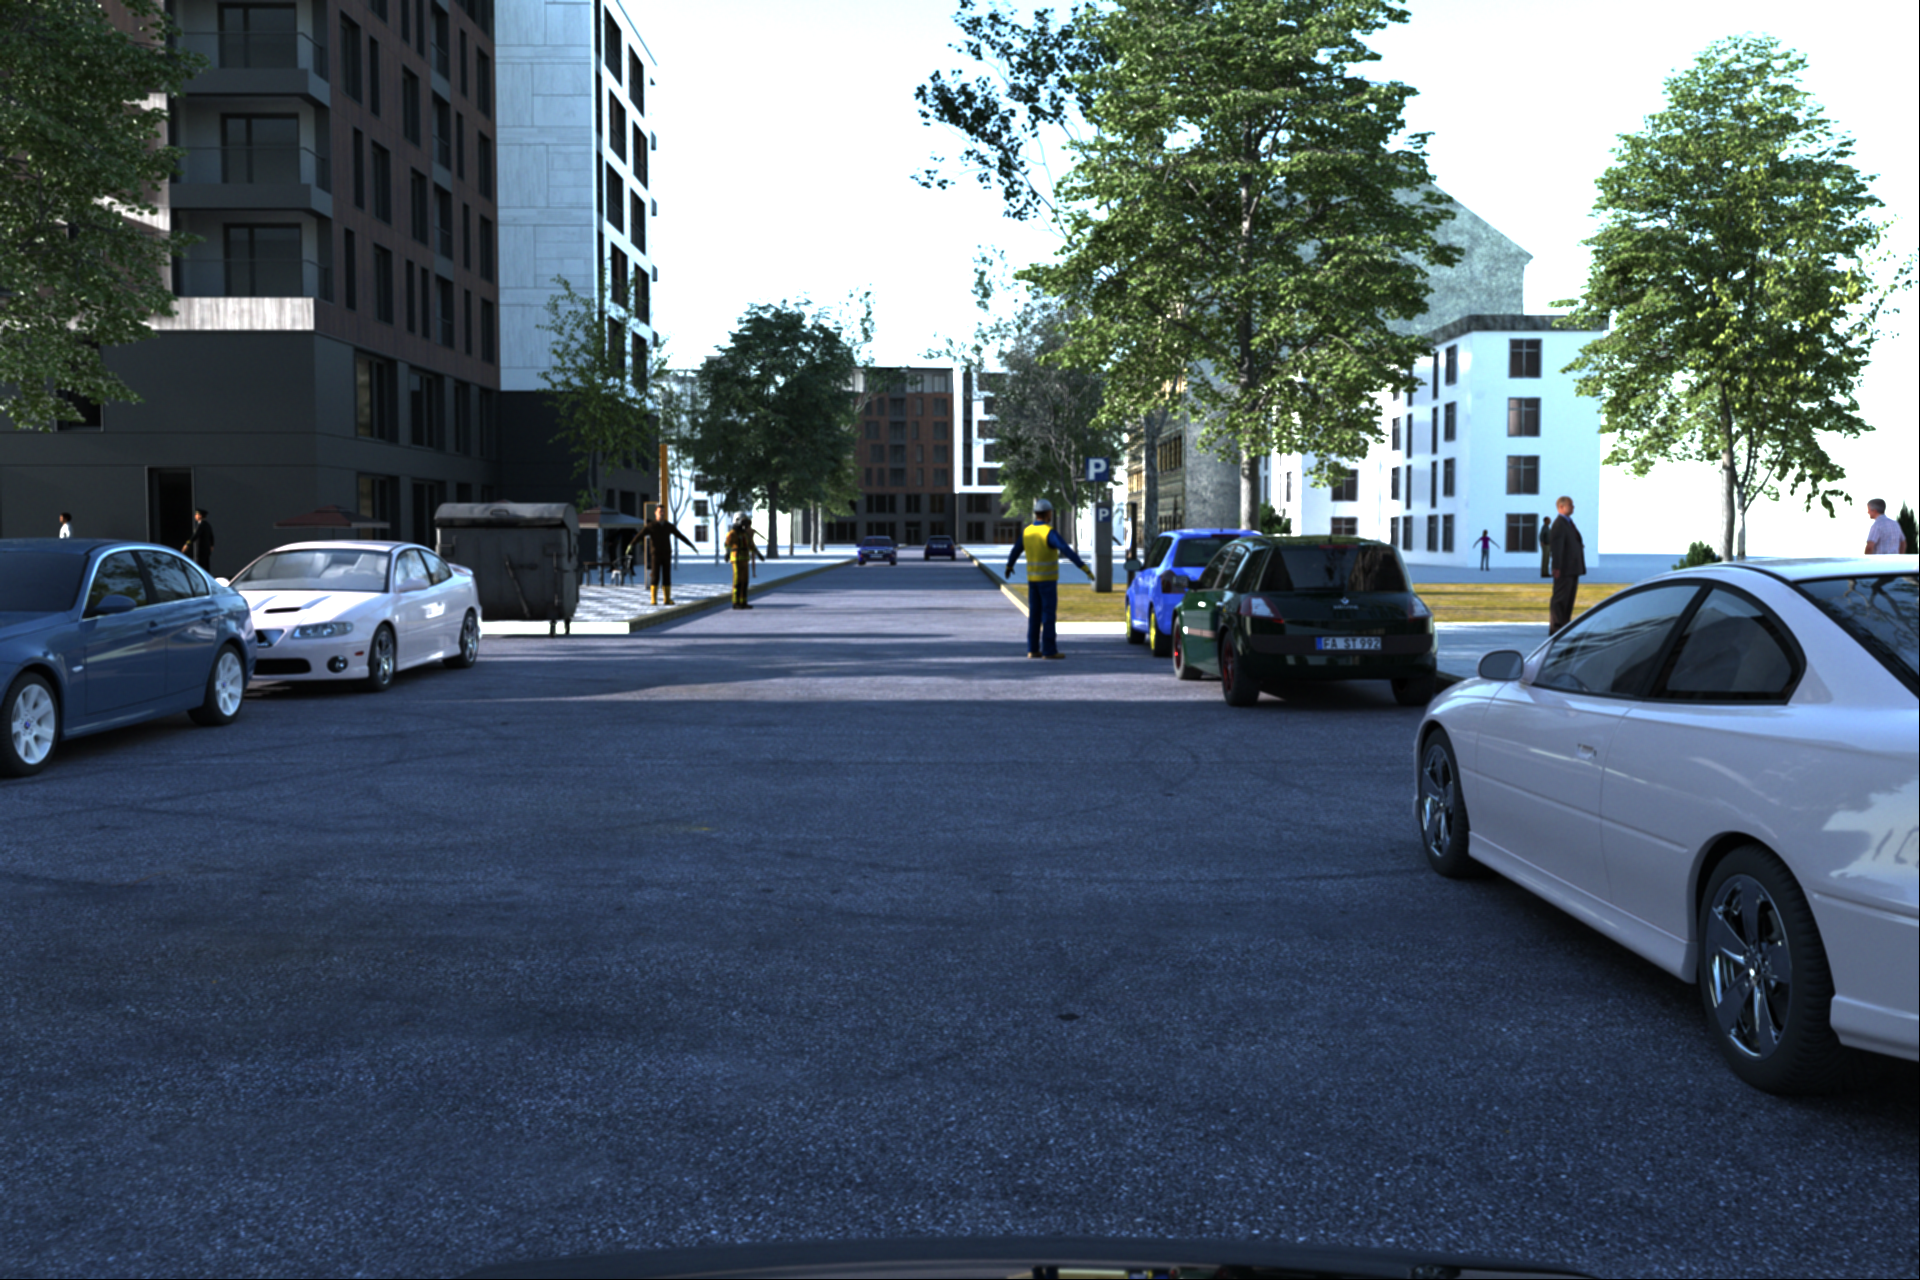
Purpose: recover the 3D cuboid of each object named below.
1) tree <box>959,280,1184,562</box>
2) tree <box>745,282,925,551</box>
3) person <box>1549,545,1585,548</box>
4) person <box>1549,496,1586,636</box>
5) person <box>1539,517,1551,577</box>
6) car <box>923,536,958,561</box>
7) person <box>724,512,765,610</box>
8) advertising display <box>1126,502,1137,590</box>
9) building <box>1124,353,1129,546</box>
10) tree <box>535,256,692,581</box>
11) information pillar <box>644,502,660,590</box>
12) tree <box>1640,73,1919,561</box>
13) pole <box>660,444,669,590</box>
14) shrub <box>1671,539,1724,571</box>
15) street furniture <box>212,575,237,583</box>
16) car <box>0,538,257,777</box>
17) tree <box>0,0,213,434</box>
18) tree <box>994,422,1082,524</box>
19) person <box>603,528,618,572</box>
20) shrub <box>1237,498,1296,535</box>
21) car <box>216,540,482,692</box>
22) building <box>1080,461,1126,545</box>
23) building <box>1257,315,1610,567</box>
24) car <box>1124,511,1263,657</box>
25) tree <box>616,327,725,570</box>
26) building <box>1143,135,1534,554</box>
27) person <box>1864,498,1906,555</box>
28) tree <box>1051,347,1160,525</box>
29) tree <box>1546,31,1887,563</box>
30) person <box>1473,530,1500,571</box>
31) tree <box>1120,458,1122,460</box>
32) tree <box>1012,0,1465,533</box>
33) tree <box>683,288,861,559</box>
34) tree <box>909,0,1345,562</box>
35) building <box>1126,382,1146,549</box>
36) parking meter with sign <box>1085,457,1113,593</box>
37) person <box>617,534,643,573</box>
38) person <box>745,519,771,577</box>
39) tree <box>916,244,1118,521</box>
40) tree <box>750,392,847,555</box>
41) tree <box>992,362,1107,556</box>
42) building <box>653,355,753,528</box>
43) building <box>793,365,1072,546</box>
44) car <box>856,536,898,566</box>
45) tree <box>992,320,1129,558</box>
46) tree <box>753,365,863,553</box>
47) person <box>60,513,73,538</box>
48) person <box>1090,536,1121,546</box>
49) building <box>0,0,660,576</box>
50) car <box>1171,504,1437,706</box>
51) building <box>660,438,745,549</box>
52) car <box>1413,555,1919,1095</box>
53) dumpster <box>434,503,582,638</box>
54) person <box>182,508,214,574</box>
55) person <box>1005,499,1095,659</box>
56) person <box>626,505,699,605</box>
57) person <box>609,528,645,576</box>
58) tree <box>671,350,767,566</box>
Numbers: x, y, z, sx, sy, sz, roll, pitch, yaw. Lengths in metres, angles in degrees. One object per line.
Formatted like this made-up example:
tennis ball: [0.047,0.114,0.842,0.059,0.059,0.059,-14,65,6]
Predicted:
tree: [5.159,-10.323,79.158,12.009,13.543,11.850,0,3,0]
tree: [-9.122,-16.742,129.618,12.611,20.169,13.585,0,3,0]
person: [16.326,-2.501,46.743,1.347,1.847,0.705,-2,4,-31]
person: [7.666,-0.930,21.809,0.434,1.755,0.990,3,5,40]
person: [17.384,-2.752,51.272,0.705,1.796,1.348,3,4,38]
car: [-1.092,-5.052,95.178,1.945,1.354,3.894,0,4,0]
person: [-4.158,-1.515,33.002,0.705,1.858,1.354,2,4,24]
advertising display: [3.482,-1.835,35.210,0.123,1.923,0.974,0,4,-1]
building: [21.953,-19.565,176.312,16.016,20.090,11.380,0,4,0]
tree: [-9.657,-5.913,47.048,4.737,8.622,4.395,0,3,0]
information pillar: [-7.125,-2.180,40.143,0.304,2.012,0.304,0,3,0]
tree: [12.873,-4.753,28.074,4.737,8.622,4.395,0,3,0]
pole: [-6.736,-2.793,39.513,0.158,3.312,0.155,0,3,0]
shrub: [14.849,-1.449,34.813,1.383,1.207,1.383,0,3,0]
street furniture: [-14.569,-0.930,30.831,5.734,0.657,10.072,0,4,-7]
car: [-6.340,0.017,11.725,2.014,1.417,4.499,0,3,0]
tree: [-12.613,-6.249,20.306,7.486,12.596,7.792,0,3,0]
tree: [5.793,-12.839,128.040,7.486,12.596,7.792,0,3,0]
person: [-11.696,-3.178,58.181,0.704,1.802,1.346,0,4,8]
shrub: [6.558,-2.042,37.421,1.661,2.075,1.752,0,3,0]
car: [-6.144,-0.295,17.180,2.083,1.381,4.827,0,3,0]
building: [19.243,-15.646,197.967,9.099,9.664,28.070,0,4,-1]
building: [20.230,-8.455,80.384,9.099,9.664,28.070,0,3,0]
car: [3.048,-0.731,21.547,1.945,1.707,3.694,0,4,-1]
tree: [-10.108,-6.816,61.800,4.360,8.622,3.978,0,3,0]
building: [21.356,-16.662,103.355,19.493,23.208,18.063,0,4,-1]
person: [10.893,-0.831,20.561,0.756,1.711,0.436,-1,4,-23]
tree: [5.133,-7.109,66.599,4.360,8.622,3.978,0,3,0]
tree: [17.516,-7.464,40.169,7.486,12.596,7.792,0,3,0]
person: [18.461,-3.151,60.784,0.991,1.433,0.599,3,5,42]
tree: [20.784,-18.172,222.869,9.928,11.665,9.643,0,3,0]
tree: [4.770,-6.826,29.739,7.486,12.596,7.792,0,3,0]
tree: [-9.917,-11.233,90.311,9.857,13.997,8.962,0,3,0]
tree: [4.293,-11.729,47.656,12.611,20.169,13.585,0,3,0]
building: [24.688,-19.562,150.767,19.493,23.208,18.063,0,3,0]
parking meter with sign: [3.139,-2.589,38.592,0.543,3.016,1.738,0,4,-2]
person: [-10.822,-3.067,56.617,1.216,1.772,0.721,3,5,39]
person: [-6.229,-2.734,51.500,1.217,1.733,0.721,0,4,5]
tree: [3.740,-15.812,114.422,12.611,20.169,13.585,0,3,0]
tree: [-10.064,-10.483,105.815,8.767,10.594,7.601,3,5,45]
tree: [5.433,-10.738,101.318,9.928,11.665,9.643,0,3,0]
building: [-28.568,-20.042,184.111,16.016,20.090,11.380,0,4,0]
building: [-4.473,-22.910,221.008,32.646,21.610,27.936,-1,4,-8]
car: [-3.804,-4.119,79.931,1.945,1.354,3.894,0,4,-1]
tree: [5.460,-10.651,92.276,7.486,12.596,7.792,0,3,0]
tree: [-10.289,-12.146,116.708,7.486,12.596,7.792,0,3,0]
person: [-22.113,-2.240,42.818,0.705,1.806,1.347,-2,4,-33]
person: [4.305,-2.792,51.773,1.348,1.813,0.705,-3,5,-44]
building: [-26.938,-13.178,59.441,27.936,21.610,32.646,0,4,-1]
car: [3.025,-0.370,15.833,2.009,1.686,4.222,0,4,-2]
building: [-25.030,-13.678,165.775,9.099,9.664,28.070,0,3,0]
car: [2.936,0.400,5.817,2.083,1.381,4.827,0,4,-1]
dumpster: [-6.316,-0.980,24.236,1.865,1.857,1.264,0,4,-1]
person: [-16.178,-1.896,36.928,0.705,1.837,1.347,0,4,0]
person: [0.976,-0.707,19.983,1.349,1.833,0.705,3,5,45]
person: [-5.400,-1.541,31.329,1.346,1.812,0.704,-2,4,-26]
person: [-10.205,-2.880,53.276,1.347,1.806,0.705,1,4,12]
tree: [-9.693,-7.261,69.086,4.360,8.622,3.978,0,3,0]
